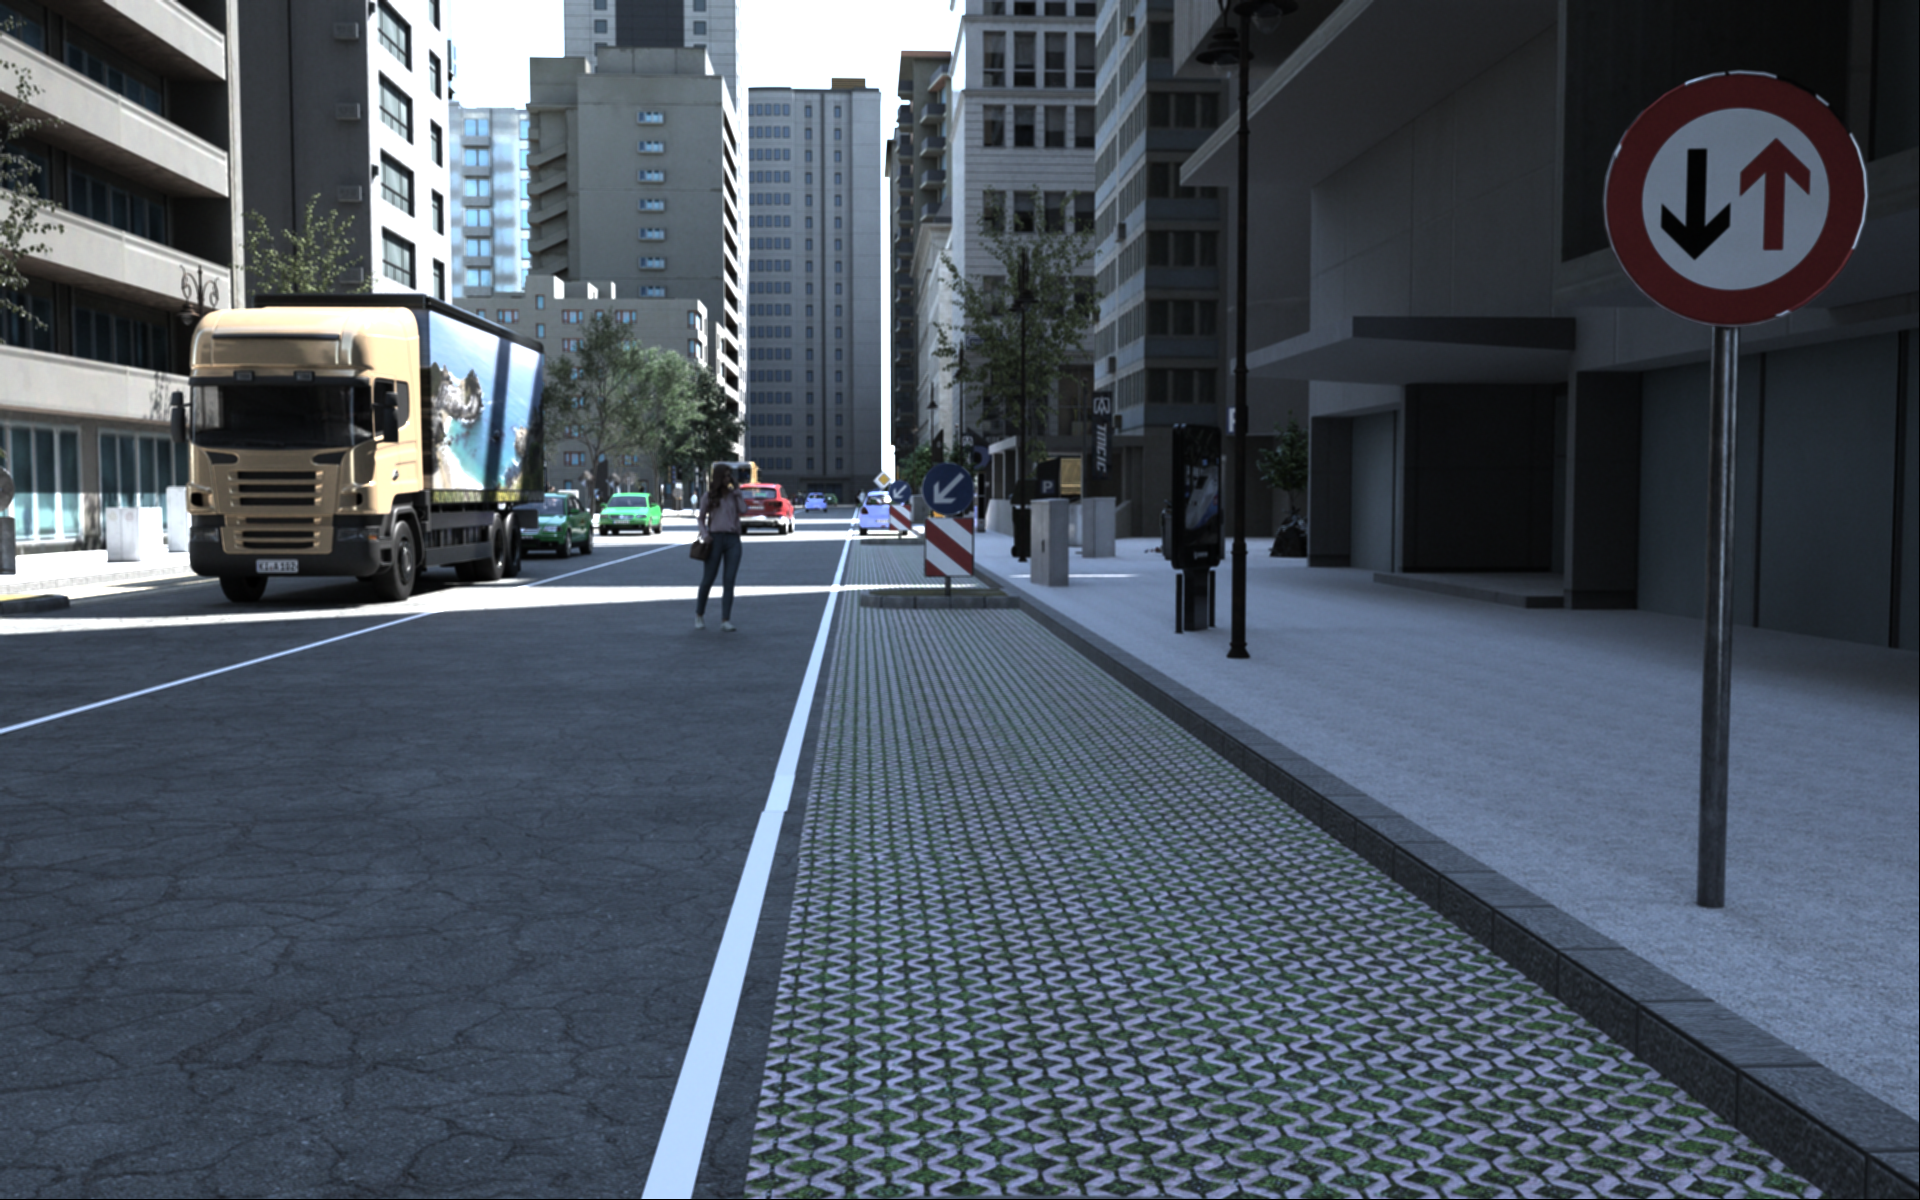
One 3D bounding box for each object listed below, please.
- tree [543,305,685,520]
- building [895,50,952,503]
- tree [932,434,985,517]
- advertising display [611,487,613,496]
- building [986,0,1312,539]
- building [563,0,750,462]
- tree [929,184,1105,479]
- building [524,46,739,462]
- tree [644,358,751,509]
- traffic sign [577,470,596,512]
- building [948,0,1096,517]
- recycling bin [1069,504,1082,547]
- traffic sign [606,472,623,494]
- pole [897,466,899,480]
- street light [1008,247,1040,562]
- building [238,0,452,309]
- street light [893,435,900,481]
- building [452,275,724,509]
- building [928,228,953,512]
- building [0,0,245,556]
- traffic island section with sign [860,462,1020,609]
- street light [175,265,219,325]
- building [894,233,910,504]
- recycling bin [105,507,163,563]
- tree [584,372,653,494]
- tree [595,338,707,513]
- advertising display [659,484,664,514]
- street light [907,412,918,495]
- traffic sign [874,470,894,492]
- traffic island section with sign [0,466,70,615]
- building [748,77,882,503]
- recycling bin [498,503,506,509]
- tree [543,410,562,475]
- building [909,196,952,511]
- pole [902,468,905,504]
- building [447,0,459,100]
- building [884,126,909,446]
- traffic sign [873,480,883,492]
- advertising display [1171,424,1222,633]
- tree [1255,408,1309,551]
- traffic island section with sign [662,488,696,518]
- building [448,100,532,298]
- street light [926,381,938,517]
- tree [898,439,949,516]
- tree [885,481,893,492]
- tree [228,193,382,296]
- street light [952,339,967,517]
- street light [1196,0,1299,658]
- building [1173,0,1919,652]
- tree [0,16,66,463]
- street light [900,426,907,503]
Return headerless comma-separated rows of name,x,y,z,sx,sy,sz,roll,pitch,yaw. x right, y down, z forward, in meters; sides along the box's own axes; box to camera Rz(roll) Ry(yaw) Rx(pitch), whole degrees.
tree,-18.075,-9.247,85.597,7.601,10.594,8.767,2,4,32
building,4.820,-31.587,171.068,22.147,44.769,28.867,0,4,-3
tree,-0.157,-3.730,55.579,1.663,3.219,1.824,0,3,0
advertising display,-30.677,-9.014,152.591,0.123,1.923,0.974,-1,4,-10
building,17.417,-22.281,56.177,32.217,40.220,23.993,0,4,-3
building,-37.353,-47.635,217.080,20.611,71.187,20.563,0,4,-3
tree,1.547,-5.505,40.369,4.737,8.622,4.395,0,3,0
building,-36.065,-34.768,192.154,21.300,48.544,21.600,0,4,-3
tree,-22.354,-14.012,146.098,9.611,12.733,9.660,0,3,0
traffic sign,-15.263,-4.110,70.839,0.795,2.450,0.064,0,4,-3
building,14.603,-18.862,85.882,29.804,29.767,11.434,0,4,-3
recycling bin,2.953,-1.826,42.415,0.722,1.027,0.722,-2,4,-28
traffic sign,-15.719,-4.598,78.812,0.795,2.450,0.064,0,4,-3
pole,-4.444,-7.968,124.114,0.158,3.312,0.155,0,3,0
street light,1.190,-3.664,32.689,0.468,5.910,1.993,0,4,-3
building,-26.160,-17.735,61.667,14.107,30.474,14.160,0,4,-3
street light,-4.767,-9.902,134.680,0.468,5.910,1.993,0,4,-3
building,-37.811,-19.715,167.379,27.650,21.520,28.899,0,4,-3
building,3.399,-16.009,116.502,10.420,20.320,16.860,0,4,-3
building,-29.110,-25.098,34.053,21.300,48.544,21.600,0,4,-3
traffic island section with sign,-0.294,-0.841,22.372,1.989,1.847,2.006,0,4,-3
street light,-15.340,-3.813,35.130,0.468,5.910,1.993,0,4,-3
building,-0.400,-25.809,193.671,14.160,30.474,14.107,0,4,-3
recycling bin,-15.634,-1.238,32.794,0.722,1.027,0.722,1,4,12
tree,-20.102,-9.275,102.015,4.360,8.622,3.978,0,3,0
tree,-20.389,-11.608,115.539,9.928,11.665,9.643,0,3,0
advertising display,-18.979,-6.419,110.164,0.123,1.923,0.974,0,4,-2
street light,-2.551,-7.562,96.420,0.468,5.910,1.993,0,4,-3
traffic sign,-3.137,-4.151,71.510,0.795,2.450,0.064,0,4,-3
traffic island section with sign,-12.112,-0.764,21.121,1.989,1.847,2.006,0,4,-3
building,-25.291,-43.156,247.604,28.212,58.520,21.231,0,4,-3
recycling bin,-18.361,-3.474,69.351,0.722,1.027,0.722,2,4,24
tree,-34.133,-11.546,139.133,4.360,8.622,3.978,0,3,0
building,4.365,-18.755,139.931,16.112,22.955,30.059,0,4,-3
pole,-4.441,-8.687,135.874,0.158,3.312,0.155,0,3,0
building,-83.812,-56.938,243.605,31.000,86.520,22.319,0,4,-3
building,2.828,-40.627,253.488,27.495,52.752,28.713,0,4,-3
traffic sign,-3.593,-4.639,79.482,0.795,2.450,0.064,0,4,-3
advertising display,2.228,-0.678,16.302,0.123,1.923,0.974,2,4,29
tree,7.449,-2.721,39.088,1.663,3.219,1.824,0,3,0
traffic island section with sign,-16.819,-5.800,103.454,1.989,1.847,2.006,0,4,-3
building,-63.509,-36.340,213.764,30.456,49.044,23.786,0,4,-3
street light,-1.137,-6.003,70.943,0.468,5.910,1.993,0,4,-3
tree,-1.840,-7.186,101.206,4.285,4.588,4.351,0,3,0
tree,-8.730,-13.007,207.259,1.663,3.219,1.824,0,3,0
tree,-16.382,-5.686,43.322,4.737,8.622,4.395,0,3,0
street light,0.039,-4.834,51.817,0.468,5.910,1.993,0,4,-3
street light,2.184,-2.485,13.418,0.468,5.910,1.993,0,4,-3
building,17.889,-26.190,17.448,28.713,52.752,27.495,0,4,-3
tree,-14.935,-4.570,25.076,4.360,8.622,3.978,0,3,0
street light,-3.582,-8.732,115.555,0.468,5.910,1.993,0,4,-3
